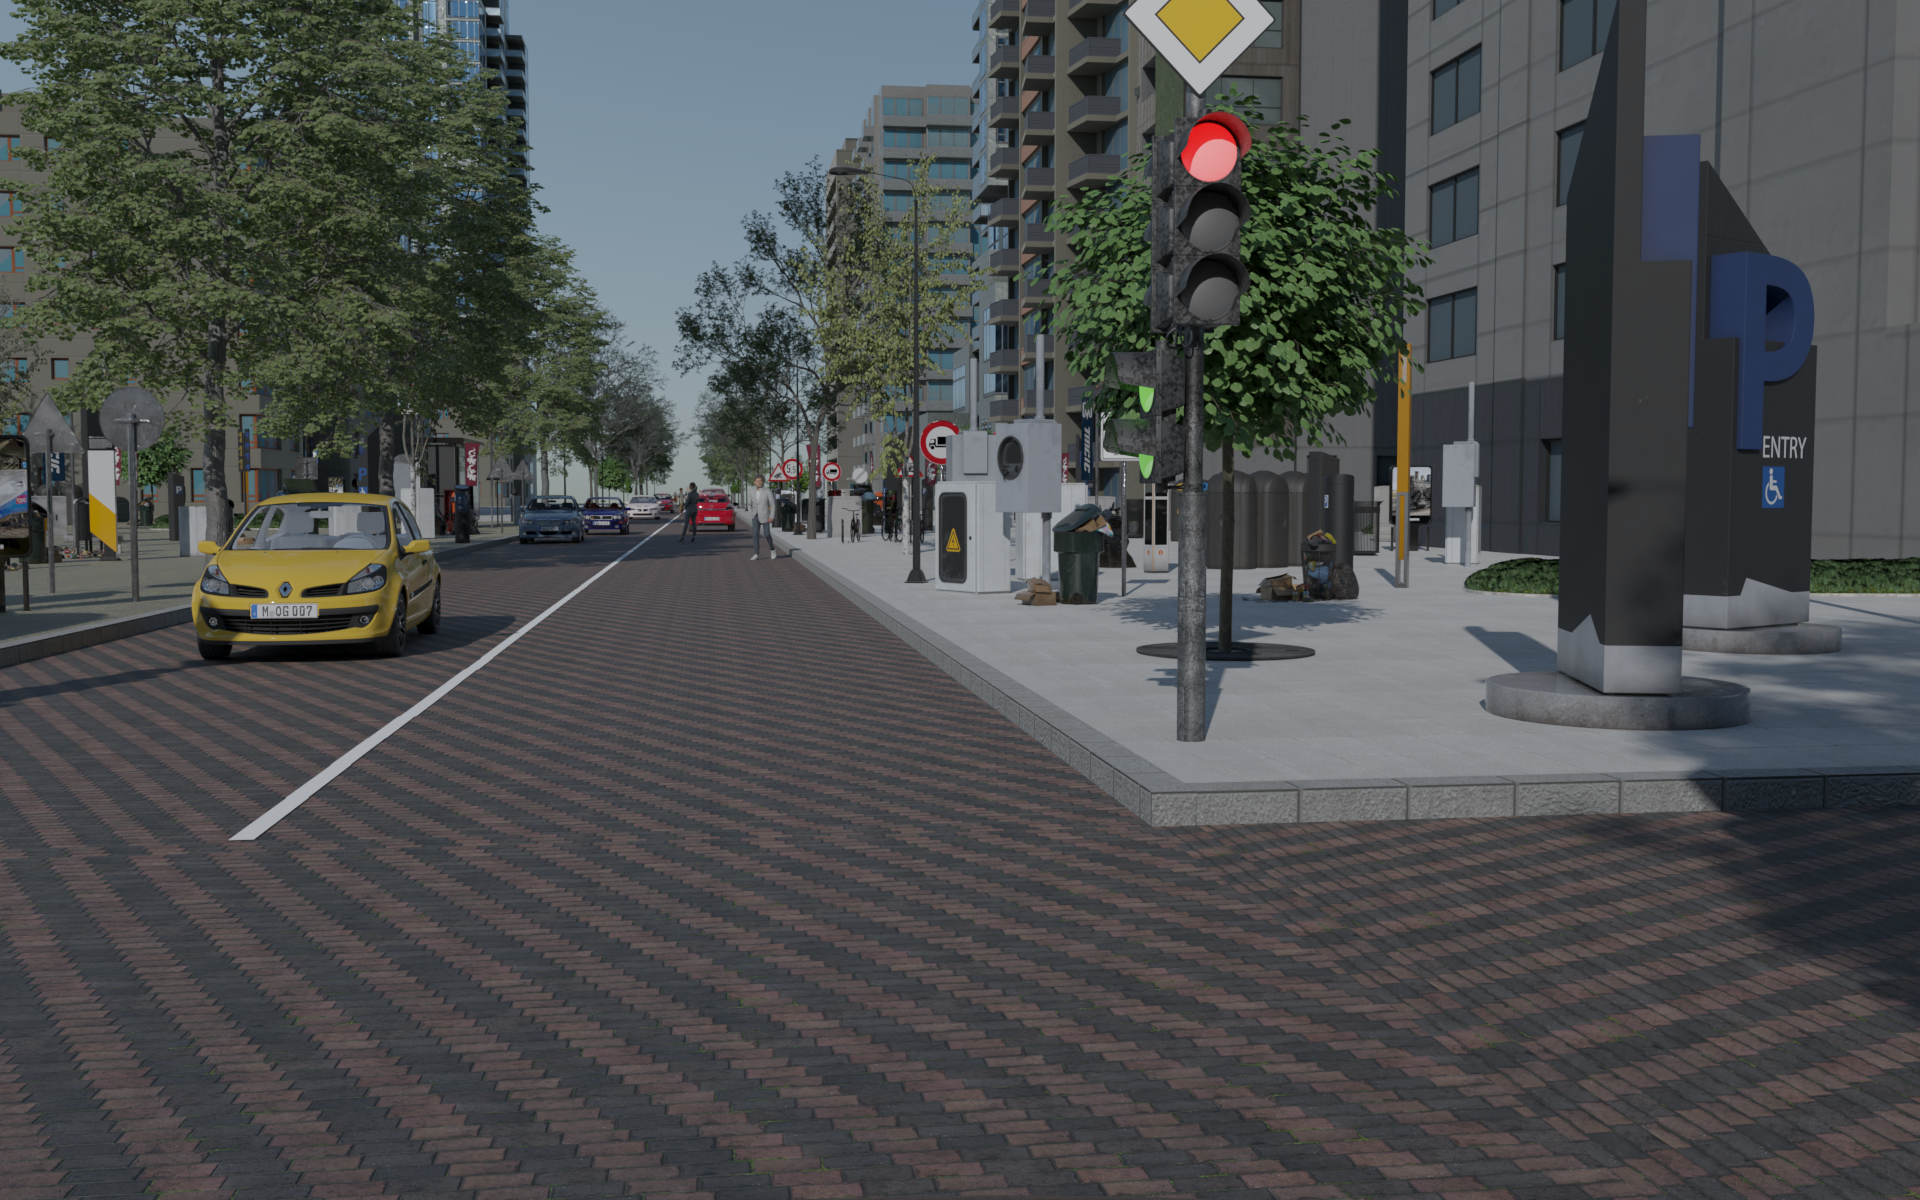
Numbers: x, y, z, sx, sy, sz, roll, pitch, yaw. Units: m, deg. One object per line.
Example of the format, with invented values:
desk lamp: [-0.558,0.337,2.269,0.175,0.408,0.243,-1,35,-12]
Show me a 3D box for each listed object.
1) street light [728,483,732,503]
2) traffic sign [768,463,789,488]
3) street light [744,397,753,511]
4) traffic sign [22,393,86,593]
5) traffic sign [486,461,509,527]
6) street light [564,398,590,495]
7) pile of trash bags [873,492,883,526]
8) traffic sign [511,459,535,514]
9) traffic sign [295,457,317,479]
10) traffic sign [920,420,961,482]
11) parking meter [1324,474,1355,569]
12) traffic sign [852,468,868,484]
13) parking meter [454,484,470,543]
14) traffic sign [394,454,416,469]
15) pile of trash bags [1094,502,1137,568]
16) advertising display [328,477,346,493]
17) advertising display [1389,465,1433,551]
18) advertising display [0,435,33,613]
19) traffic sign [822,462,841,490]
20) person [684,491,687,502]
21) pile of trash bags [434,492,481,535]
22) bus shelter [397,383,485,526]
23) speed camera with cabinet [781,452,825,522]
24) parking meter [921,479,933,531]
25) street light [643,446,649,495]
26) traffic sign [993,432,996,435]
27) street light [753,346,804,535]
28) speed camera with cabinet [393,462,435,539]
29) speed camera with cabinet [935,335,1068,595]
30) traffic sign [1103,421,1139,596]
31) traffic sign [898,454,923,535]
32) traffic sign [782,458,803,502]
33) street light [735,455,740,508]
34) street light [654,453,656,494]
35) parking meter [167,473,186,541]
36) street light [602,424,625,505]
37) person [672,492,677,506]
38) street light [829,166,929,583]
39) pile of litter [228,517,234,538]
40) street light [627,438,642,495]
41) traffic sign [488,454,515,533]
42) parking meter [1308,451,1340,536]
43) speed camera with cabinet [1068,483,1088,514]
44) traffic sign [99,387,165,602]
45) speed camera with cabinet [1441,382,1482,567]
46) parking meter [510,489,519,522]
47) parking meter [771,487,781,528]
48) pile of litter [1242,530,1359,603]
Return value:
street light: [-16.459,-9.577,129.132,1.470,5.913,1.316,-1,4,-8]
traffic sign: [-7.553,-4.409,72.098,0.884,2.594,0.081,0,4,-5]
street light: [-9.667,-6.773,83.272,1.470,5.913,1.316,-1,4,-8]
traffic sign: [-11.719,-1.363,22.293,0.884,2.594,0.081,0,4,-8]
traffic sign: [-18.075,-4.140,67.685,0.884,2.594,0.081,0,4,-4]
street light: [-18.542,-6.795,83.638,1.470,5.913,1.316,-1,4,-8]
pile of trash bags: [-3.258,-3.802,71.920,1.912,1.369,3.447,-1,4,-9]
traffic sign: [-16.192,-3.924,64.153,0.884,2.594,0.081,0,4,-7]
traffic sign: [-18.137,-2.810,48.070,0.606,2.300,0.079,0,4,-3]
traffic sign: [-0.316,-1.824,29.934,0.768,2.556,0.104,0,4,-4]
parking meter: [4.846,-0.840,22.149,0.372,1.533,0.369,0,3,0]
traffic sign: [-4.806,-5.083,83.215,0.768,2.556,0.104,0,4,-8]
parking meter: [-13.033,-2.258,45.337,0.372,1.533,0.369,0,3,0]
traffic sign: [-17.696,-3.364,55.102,0.768,2.556,0.104,0,4,-2]
pile of trash bags: [2.002,-1.322,31.374,1.912,1.369,3.447,0,4,-6]
advertising display: [-23.994,-3.764,66.747,0.974,1.923,0.123,3,4,37]
advertising display: [10.120,-2.061,38.918,0.974,1.923,0.123,-1,4,-9]
advertising display: [-10.497,-0.819,18.612,0.123,1.923,0.974,3,4,37]
traffic sign: [-5.098,-4.208,68.911,0.768,2.556,0.104,0,4,-4]
person: [-36.324,-13.530,229.804,1.350,1.814,0.705,-3,4,-38]
pile of trash bags: [-16.283,-2.793,55.420,1.912,1.369,3.447,0,4,-8]
bus shelter: [-19.563,-5.357,65.217,2.179,5.291,8.768,-1,4,-8]
speed camera with cabinet: [-7.102,-5.095,77.640,2.038,3.252,0.660,0,4,3]
parking meter: [-1.138,-3.336,60.263,0.255,1.863,0.399,-2,4,-35]
street light: [-30.421,-11.807,165.578,1.470,5.913,1.316,-1,4,-8]
traffic sign: [0.917,-2.014,33.035,0.768,2.556,0.104,0,4,-4]
street light: [-5.604,-4.982,53.992,1.470,5.913,1.316,-1,4,-8]
speed camera with cabinet: [-15.891,-3.399,49.908,0.660,3.252,2.038,-3,5,-45]
speed camera with cabinet: [0.455,-1.695,22.053,0.660,3.252,2.038,-2,4,-34]
traffic sign: [2.057,-1.196,21.689,0.606,2.300,0.079,0,4,-5]
traffic sign: [-1.582,-3.292,53.829,0.884,2.594,0.081,0,4,-7]
traffic sign: [-5.952,-3.761,61.599,0.768,2.556,0.104,0,4,-8]
street light: [-12.086,-7.732,98.951,1.470,5.913,1.316,-1,4,-8]
street light: [-34.652,-13.600,194.908,1.470,5.913,1.316,-1,4,-8]
parking meter: [-21.449,-2.553,47.449,0.255,1.863,0.399,2,4,34]
street light: [-22.920,-8.632,113.668,1.470,5.913,1.316,-1,4,-8]
person: [-35.097,-12.484,213.348,1.217,1.736,0.721,-1,4,-15]
street light: [-1.164,-3.194,24.766,1.470,5.913,1.316,-1,4,-8]
pile of litter: [-18.690,-1.866,44.481,1.176,0.858,1.719,0,4,-4]
street light: [-27.311,-10.449,143.390,1.470,5.913,1.316,-1,4,-8]
traffic sign: [-14.921,-3.448,56.372,0.884,2.594,0.081,0,4,-2]
parking meter: [5.010,-1.109,23.836,0.399,1.863,0.255,-2,4,-33]
speed camera with cabinet: [0.841,-1.917,25.680,2.038,3.252,0.660,-1,4,-11]
traffic sign: [-9.828,-1.252,20.575,0.768,2.556,0.104,0,4,-2]
speed camera with cabinet: [9.079,-2.262,31.314,0.660,3.252,2.038,1,4,20]
parking meter: [-20.615,-4.391,80.197,0.372,1.533,0.369,0,3,0]
parking meter: [-6.990,-3.518,65.936,0.372,1.533,0.369,0,3,0]
pile of litter: [4.144,-0.435,21.079,1.719,0.858,1.176,-1,4,-22]
